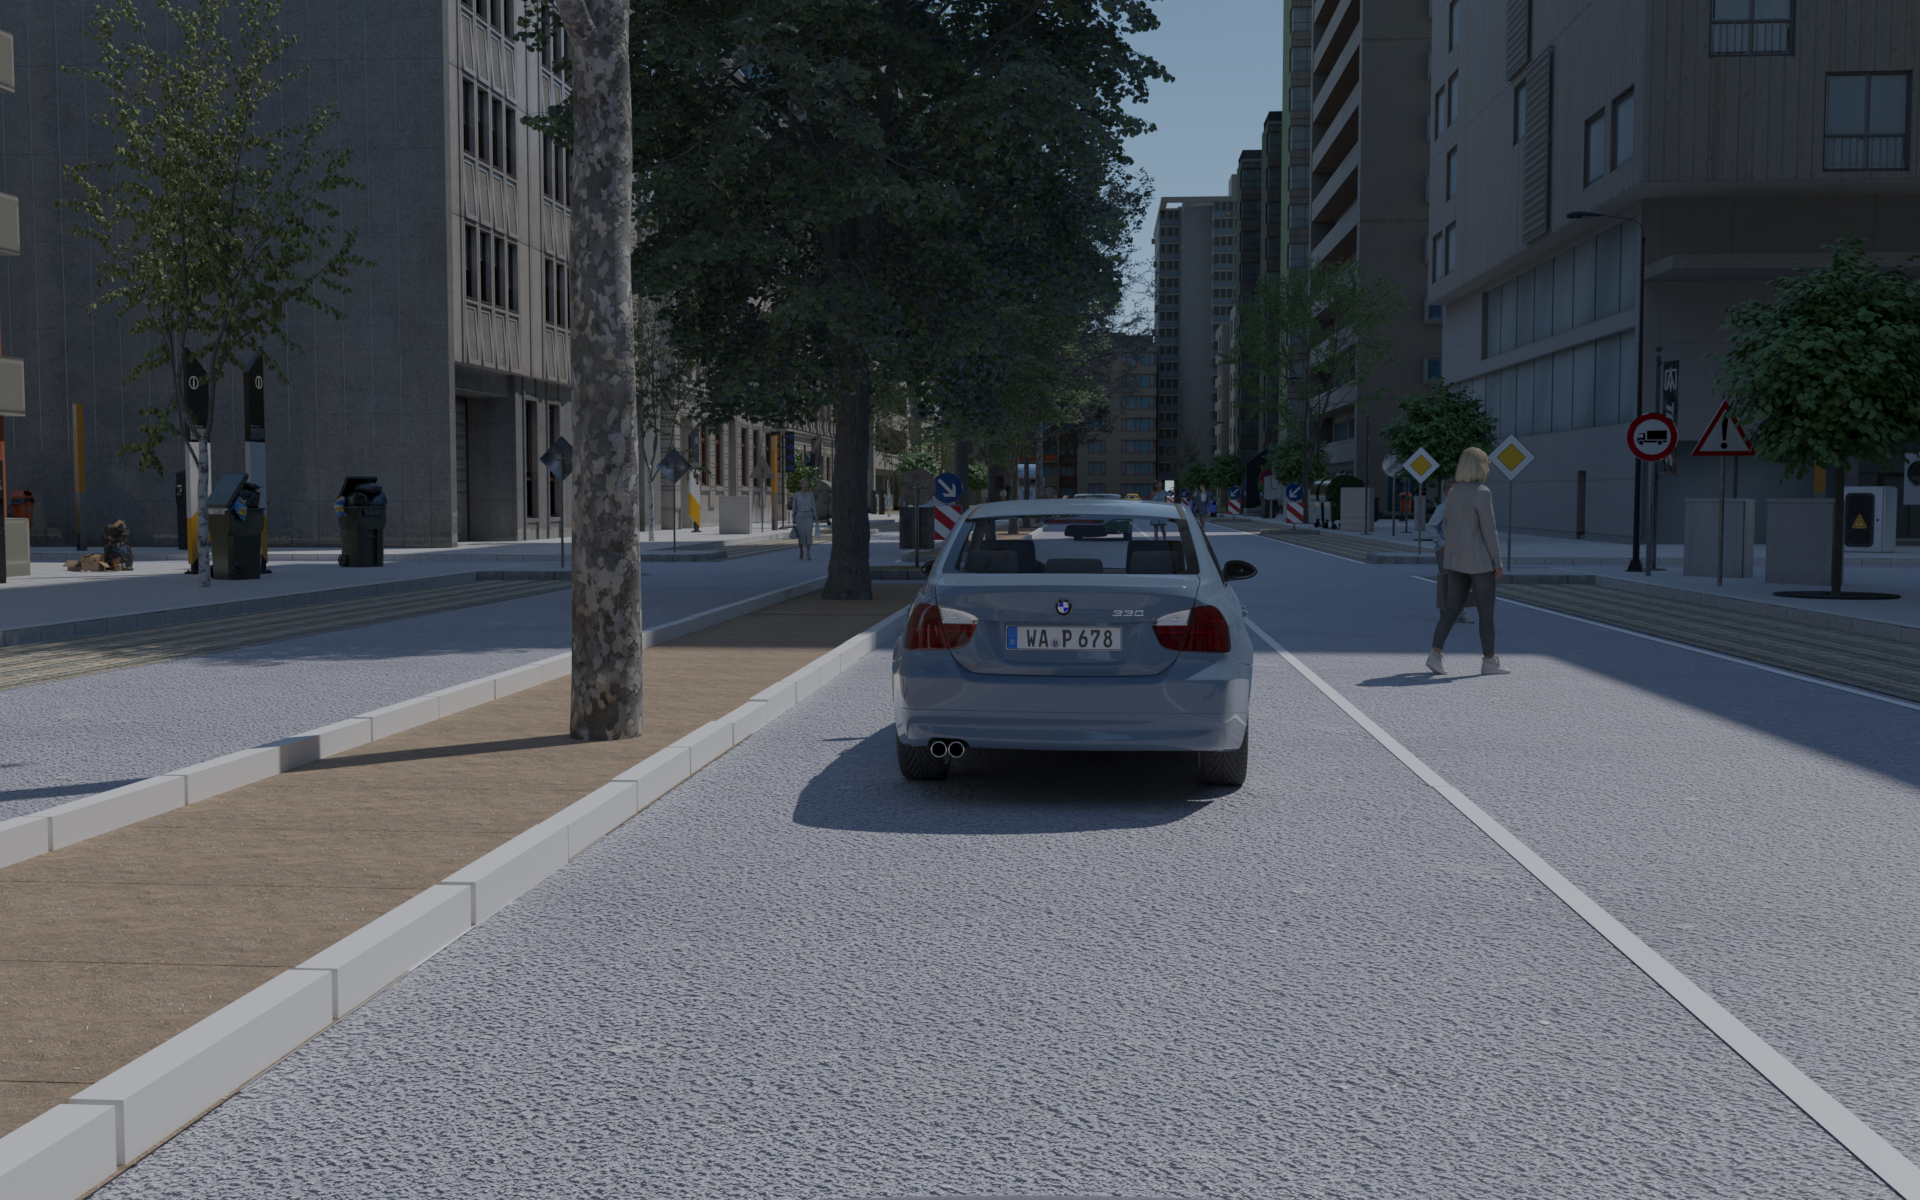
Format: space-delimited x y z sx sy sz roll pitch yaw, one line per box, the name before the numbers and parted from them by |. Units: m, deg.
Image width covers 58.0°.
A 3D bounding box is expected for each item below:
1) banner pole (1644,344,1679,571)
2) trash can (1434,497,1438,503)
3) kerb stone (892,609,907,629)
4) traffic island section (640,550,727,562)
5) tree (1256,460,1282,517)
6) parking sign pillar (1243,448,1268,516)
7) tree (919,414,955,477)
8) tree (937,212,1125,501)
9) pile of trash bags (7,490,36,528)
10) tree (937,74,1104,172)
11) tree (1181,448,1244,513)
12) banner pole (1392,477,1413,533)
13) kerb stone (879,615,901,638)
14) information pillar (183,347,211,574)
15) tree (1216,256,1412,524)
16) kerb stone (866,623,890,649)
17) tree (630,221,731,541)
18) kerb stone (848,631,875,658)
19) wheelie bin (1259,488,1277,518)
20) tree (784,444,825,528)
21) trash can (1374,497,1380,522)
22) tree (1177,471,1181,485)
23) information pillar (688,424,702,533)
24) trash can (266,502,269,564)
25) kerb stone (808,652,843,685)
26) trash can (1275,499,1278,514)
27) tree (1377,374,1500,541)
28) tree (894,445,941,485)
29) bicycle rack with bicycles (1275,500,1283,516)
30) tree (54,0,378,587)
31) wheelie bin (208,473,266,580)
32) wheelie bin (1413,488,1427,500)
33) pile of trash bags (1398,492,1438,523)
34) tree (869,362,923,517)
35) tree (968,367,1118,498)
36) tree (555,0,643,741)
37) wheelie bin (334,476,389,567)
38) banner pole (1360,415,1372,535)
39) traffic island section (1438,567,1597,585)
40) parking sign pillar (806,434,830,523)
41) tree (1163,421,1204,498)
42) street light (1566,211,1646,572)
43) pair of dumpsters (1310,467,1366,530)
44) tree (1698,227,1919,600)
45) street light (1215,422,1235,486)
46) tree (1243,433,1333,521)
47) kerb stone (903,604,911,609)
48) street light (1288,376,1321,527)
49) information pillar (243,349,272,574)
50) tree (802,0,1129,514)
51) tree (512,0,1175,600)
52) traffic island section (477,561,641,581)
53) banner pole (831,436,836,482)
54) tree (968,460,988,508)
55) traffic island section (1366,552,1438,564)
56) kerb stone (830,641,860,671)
banner pole | 11.700 -2.372 28.794 0.401 3.779 0.863 0 4 -8
trash can | 21.851 -4.088 78.488 0.748 1.137 0.748 0 3 0
kerb stone | -0.660 0.227 18.478 0.120 0.150 1.000 0 4 5
traffic island section | -6.281 -0.961 37.992 2.009 0.180 2.903 0 4 5
tree | 17.239 -6.307 97.727 1.663 3.219 1.824 0 3 0
parking sign pillar | 17.164 -6.858 100.594 1.447 3.967 1.447 -1 4 -14
tree | -1.462 -11.103 131.901 4.737 8.622 4.395 0 3 0
tree | 1.978 -8.083 60.376 9.928 11.665 9.643 0 3 0
pile of trash bags | -22.438 -1.843 39.882 1.912 1.369 3.447 0 4 2
tree | 0.904 -8.348 49.321 12.009 13.543 11.850 0 3 0
tree | 18.477 -8.344 120.134 4.285 4.588 4.351 0 3 0
banner pole | 14.598 -4.111 57.228 0.863 3.779 0.401 -2 4 -27
kerb stone | -0.737 0.290 17.452 0.120 0.150 1.000 0 4 5
information pillar | -12.237 -2.229 27.793 0.183 3.616 0.504 1 4 17
tree | 15.072 -9.099 74.521 9.928 11.665 9.643 0 3 0
kerb stone | -0.813 0.352 16.433 0.120 0.150 1.000 0 4 5
tree | -8.298 -5.887 46.620 4.360 8.622 3.978 0 3 0
kerb stone | -0.903 0.415 15.412 0.120 0.150 1.000 0 4 5
wheelie bin | 16.216 -5.102 91.330 0.980 1.594 0.693 -1 4 -17
tree | -6.211 -4.355 65.800 1.663 3.219 1.824 0 3 0
trash can | 18.822 -4.127 79.131 0.748 1.137 0.748 0 3 0
tree | 21.209 -10.446 154.509 4.285 4.588 4.351 0 3 0
information pillar | -8.857 -4.061 57.759 0.183 3.616 0.504 2 4 30
trash can | -12.400 -1.129 30.121 0.748 1.137 0.748 0 3 0
kerb stone | -1.058 0.540 13.370 0.120 0.150 1.000 0 4 5
trash can | 19.153 -5.782 106.184 0.748 1.137 0.748 0 3 0
tree | 13.216 -3.911 47.662 4.285 4.588 4.351 0 3 0
tree | -2.825 -7.889 112.703 4.285 4.588 4.351 0 3 0
bicycle rack with bicycles | 19.476 -5.534 103.855 2.852 0.926 2.925 0 4 1
tree | -10.407 -4.499 23.918 4.737 8.622 4.395 0 3 0
wheelie bin | -10.928 -1.114 26.124 0.980 1.594 0.693 2 4 35
wheelie bin | 22.704 -4.707 84.860 0.980 1.594 0.693 1 4 16
pile of trash bags | 20.862 -4.086 76.562 1.912 1.369 3.447 -3 5 -40
tree | -3.932 -8.900 95.882 4.360 8.622 3.978 0 3 0
tree | 4.549 -9.724 95.863 8.767 10.594 7.601 0 4 5
tree | -3.222 -9.308 10.529 12.611 20.169 13.585 0 3 0
wheelie bin | -10.511 -1.385 30.548 0.693 1.594 0.980 2 4 34
banner pole | 12.982 -3.981 55.114 0.401 3.779 0.863 1 4 23
traffic island section | 9.130 -0.396 28.763 2.009 0.180 2.903 0 4 5
parking sign pillar | -6.551 -5.449 77.563 1.447 3.967 1.447 1 4 9
tree | 22.857 -13.782 175.705 4.360 8.622 3.978 0 3 0
street light | 10.635 -3.423 28.506 1.470 5.913 1.316 0 4 5
pair of dumpsters | 14.030 -3.776 64.227 1.574 2.255 4.437 0 4 5
tree | 10.902 -2.317 21.605 4.285 4.588 4.351 0 3 0
street light | 17.093 -8.487 111.304 1.470 5.913 1.316 0 4 5
tree | 16.195 -6.079 83.108 4.285 4.588 4.351 0 3 0
kerb stone | -0.577 0.167 19.496 0.120 0.150 1.000 0 4 5
street light | 13.634 -5.868 68.481 1.470 5.913 1.316 0 4 5
information pillar | -11.260 -2.223 27.701 0.183 3.616 0.504 0 4 6
tree | -0.046 -7.277 39.565 7.486 12.596 7.792 0 3 0
tree | -1.524 -6.977 23.186 9.857 13.997 8.962 0 3 0
traffic island section | -6.911 -0.474 30.032 2.009 0.180 2.903 0 4 5
banner pole | -5.355 -5.172 74.582 0.401 3.779 0.863 -3 5 -43
tree | 1.932 -11.887 178.058 4.285 4.588 4.351 0 3 0
traffic island section | 9.760 -0.883 36.723 2.009 0.180 2.903 0 4 5
kerb stone | -0.976 0.477 14.393 0.120 0.150 1.000 0 4 5
